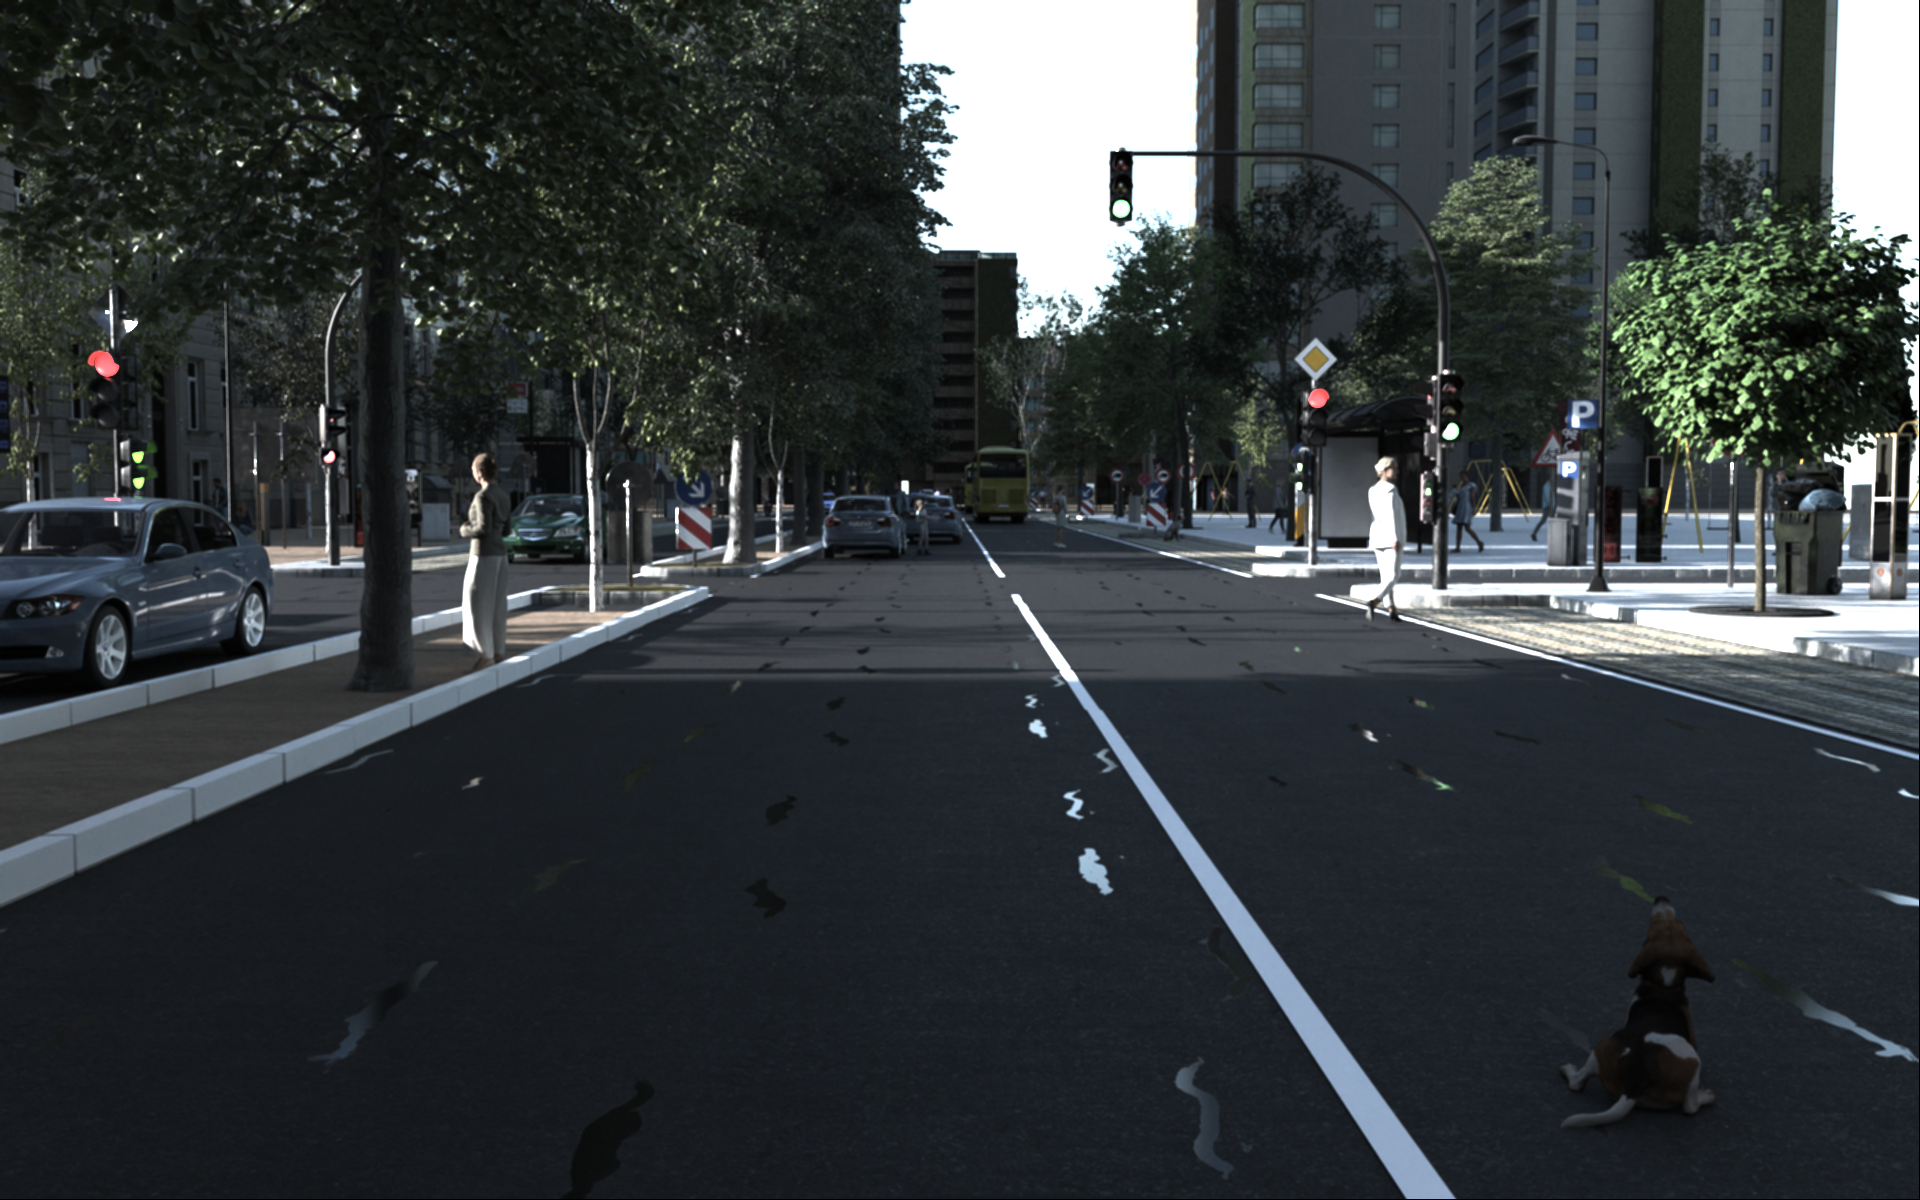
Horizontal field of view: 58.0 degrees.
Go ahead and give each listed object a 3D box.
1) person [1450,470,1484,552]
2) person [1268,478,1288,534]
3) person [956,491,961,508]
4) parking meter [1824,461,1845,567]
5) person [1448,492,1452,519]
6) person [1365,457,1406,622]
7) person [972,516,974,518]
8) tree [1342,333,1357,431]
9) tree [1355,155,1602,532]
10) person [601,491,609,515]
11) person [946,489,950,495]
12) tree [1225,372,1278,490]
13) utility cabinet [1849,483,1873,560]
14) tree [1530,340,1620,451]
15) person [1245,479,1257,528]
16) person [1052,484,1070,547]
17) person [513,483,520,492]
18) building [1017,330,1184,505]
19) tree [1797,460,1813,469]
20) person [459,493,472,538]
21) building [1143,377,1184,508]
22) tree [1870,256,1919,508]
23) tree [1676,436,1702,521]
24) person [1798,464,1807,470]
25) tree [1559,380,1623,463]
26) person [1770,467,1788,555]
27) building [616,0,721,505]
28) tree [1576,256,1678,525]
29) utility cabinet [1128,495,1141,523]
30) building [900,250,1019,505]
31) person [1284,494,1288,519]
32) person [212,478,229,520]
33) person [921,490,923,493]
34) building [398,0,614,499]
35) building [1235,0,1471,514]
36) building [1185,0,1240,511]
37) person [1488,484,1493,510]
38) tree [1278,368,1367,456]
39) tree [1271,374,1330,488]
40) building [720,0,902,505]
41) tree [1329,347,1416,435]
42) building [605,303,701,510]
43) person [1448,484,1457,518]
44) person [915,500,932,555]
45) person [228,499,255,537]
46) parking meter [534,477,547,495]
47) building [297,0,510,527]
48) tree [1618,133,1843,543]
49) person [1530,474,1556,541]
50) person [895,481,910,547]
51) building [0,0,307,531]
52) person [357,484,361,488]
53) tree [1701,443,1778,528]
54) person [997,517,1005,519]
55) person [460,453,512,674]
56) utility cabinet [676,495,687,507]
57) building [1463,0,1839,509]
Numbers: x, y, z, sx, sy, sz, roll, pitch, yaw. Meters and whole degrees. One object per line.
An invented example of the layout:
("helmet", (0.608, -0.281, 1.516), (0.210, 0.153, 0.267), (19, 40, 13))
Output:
("person", (11.052, -1.941, 37.875), (0.778, 1.811, 0.616), (-1, 4, -14))
("person", (10.236, -3.016, 55.542), (0.728, 1.800, 0.709), (1, 4, 18))
("person", (-0.133, -9.976, 172.057), (0.568, 1.767, 0.683), (-1, 4, -22))
("parking meter", (15.368, -1.520, 30.557), (0.255, 1.863, 0.399), (-1, 4, -9))
("person", (25.561, -5.172, 90.780), (0.466, 1.800, 0.511), (-1, 4, -13))
("person", (4.691, -0.661, 19.192), (0.818, 1.842, 0.514), (-3, 5, -39))
("person", (1.043, -5.901, 105.386), (0.661, 1.777, 0.834), (3, 5, 44))
("tree", (25.398, -11.203, 101.298), (7.486, 12.596, 7.792), (0, 3, 0))
("tree", (17.945, -8.616, 58.993), (7.486, 12.596, 7.792), (0, 3, 0))
("person", (-15.183, -4.100, 73.572), (0.515, 1.767, 0.782), (1, 4, 13))
("person", (-0.916, -7.466, 130.573), (0.705, 1.824, 1.348), (2, 4, 32))
("tree", (17.616, -9.348, 103.207), (4.737, 8.622, 4.395), (0, 3, 0))
("utility cabinet", (17.579, -1.518, 33.497), (0.318, 1.500, 1.173), (0, 4, 7))
("tree", (28.774, -7.990, 80.998), (4.360, 8.622, 3.978), (0, 3, 0))
("person", (11.080, -3.692, 66.214), (0.447, 1.846, 0.655), (-1, 4, -18))
("person", (2.707, -2.280, 46.784), (0.512, 1.701, 0.522), (3, 5, 43))
("person", (-23.458, -5.266, 91.925), (0.755, 1.850, 0.659), (1, 4, 16))
("building", (21.247, -22.612, 214.752), (28.899, 21.520, 27.650), (0, 4, 0))
("tree", (26.296, -6.434, 55.552), (4.737, 8.622, 4.395), (0, 3, 0))
("person", (-14.471, -2.475, 50.789), (0.475, 1.303, 0.640), (1, 4, 10))
("building", (29.474, -51.480, 154.370), (22.319, 86.520, 31.000), (0, 4, 0))
("tree", (57.126, -11.711, 93.291), (18.604, 14.587, 13.155), (-2, 4, -29))
("tree", (34.957, -8.076, 82.408), (4.360, 8.622, 3.978), (0, 3, 0))
("person", (15.608, -1.612, 32.280), (0.514, 1.842, 0.818), (-1, 4, -10))
("tree", (35.169, -9.025, 97.926), (4.737, 8.622, 4.395), (0, 3, 0))
("person", (17.257, -1.853, 36.148), (0.655, 1.846, 0.447), (2, 4, 31))
("building", (-42.274, -40.896, 210.647), (28.212, 58.520, 21.231), (0, 4, 0))
("tree", (29.430, -8.975, 72.497), (9.928, 11.665, 9.643), (0, 3, 0))
("utility cabinet", (7.889, -4.098, 78.164), (0.306, 1.237, 1.020), (-1, 4, -12))
("building", (-0.200, -26.667, 207.705), (14.107, 30.474, 14.160), (0, 4, 0))
("person", (17.071, -4.872, 89.955), (0.590, 1.304, 0.306), (-1, 4, -17))
("person", (-22.765, -2.873, 53.361), (0.623, 1.781, 0.721), (1, 4, 19))
("person", (-3.361, -8.850, 153.222), (1.348, 1.821, 0.705), (-1, 4, -23))
("building", (-36.512, -49.360, 119.713), (22.319, 86.520, 31.000), (0, 4, 0))
("building", (25.981, -26.616, 118.766), (14.154, 41.232, 14.086), (0, 4, 0))
("building", (25.302, -29.537, 133.034), (14.600, 45.320, 14.200), (0, 4, 0))
("person", (25.633, -4.696, 83.164), (0.623, 1.781, 0.721), (2, 4, 30))
("tree", (19.933, -8.691, 92.454), (4.737, 8.622, 4.395), (0, 3, 0))
("tree", (17.906, -8.327, 86.507), (4.360, 8.622, 3.978), (0, 3, 0))
("building", (-17.585, -47.168, 209.448), (20.611, 71.187, 20.563), (0, 4, 0))
("tree", (19.231, -7.854, 78.770), (4.360, 8.622, 3.978), (0, 3, 0))
("building", (-39.943, -19.074, 156.892), (28.899, 21.520, 27.650), (0, 4, 0))
("person", (26.090, -5.213, 91.547), (0.850, 1.792, 0.678), (-1, 4, -19))
("person", (-0.851, -1.709, 40.721), (0.394, 1.301, 0.425), (1, 4, 19))
("person", (-19.350, -2.153, 46.737), (1.012, 1.151, 0.738), (1, 4, 20))
("parking meter", (-14.395, -3.285, 59.414), (0.399, 1.863, 0.255), (0, 4, 2))
("building", (-32.691, -15.149, 80.964), (16.112, 22.955, 30.059), (0, 4, 0))
("tree", (20.183, -6.799, 45.579), (7.601, 10.594, 8.767), (0, 4, 1))
("person", (15.948, -2.520, 47.111), (0.748, 1.841, 0.638), (3, 4, 36))
("person", (-1.548, -2.295, 46.360), (0.444, 1.785, 0.601), (-1, 4, -16))
("building", (-30.427, -15.661, 53.318), (12.463, 27.353, 25.104), (0, 4, 0))
("person", (-15.923, -2.487, 46.562), (0.638, 1.841, 0.748), (0, 4, -3))
("tree", (30.464, -6.974, 64.391), (4.360, 8.622, 3.978), (0, 3, 0))
("person", (2.393, -5.607, 100.421), (0.529, 1.795, 0.600), (2, 4, 28))
("person", (-3.828, -0.298, 13.918), (0.362, 1.759, 0.519), (1, 4, 11))
("utility cabinet", (-14.991, -5.020, 93.234), (0.306, 1.237, 1.020), (-2, 4, -28))
("building", (62.367, -37.806, 160.129), (28.212, 58.520, 21.231), (0, 4, 0))
